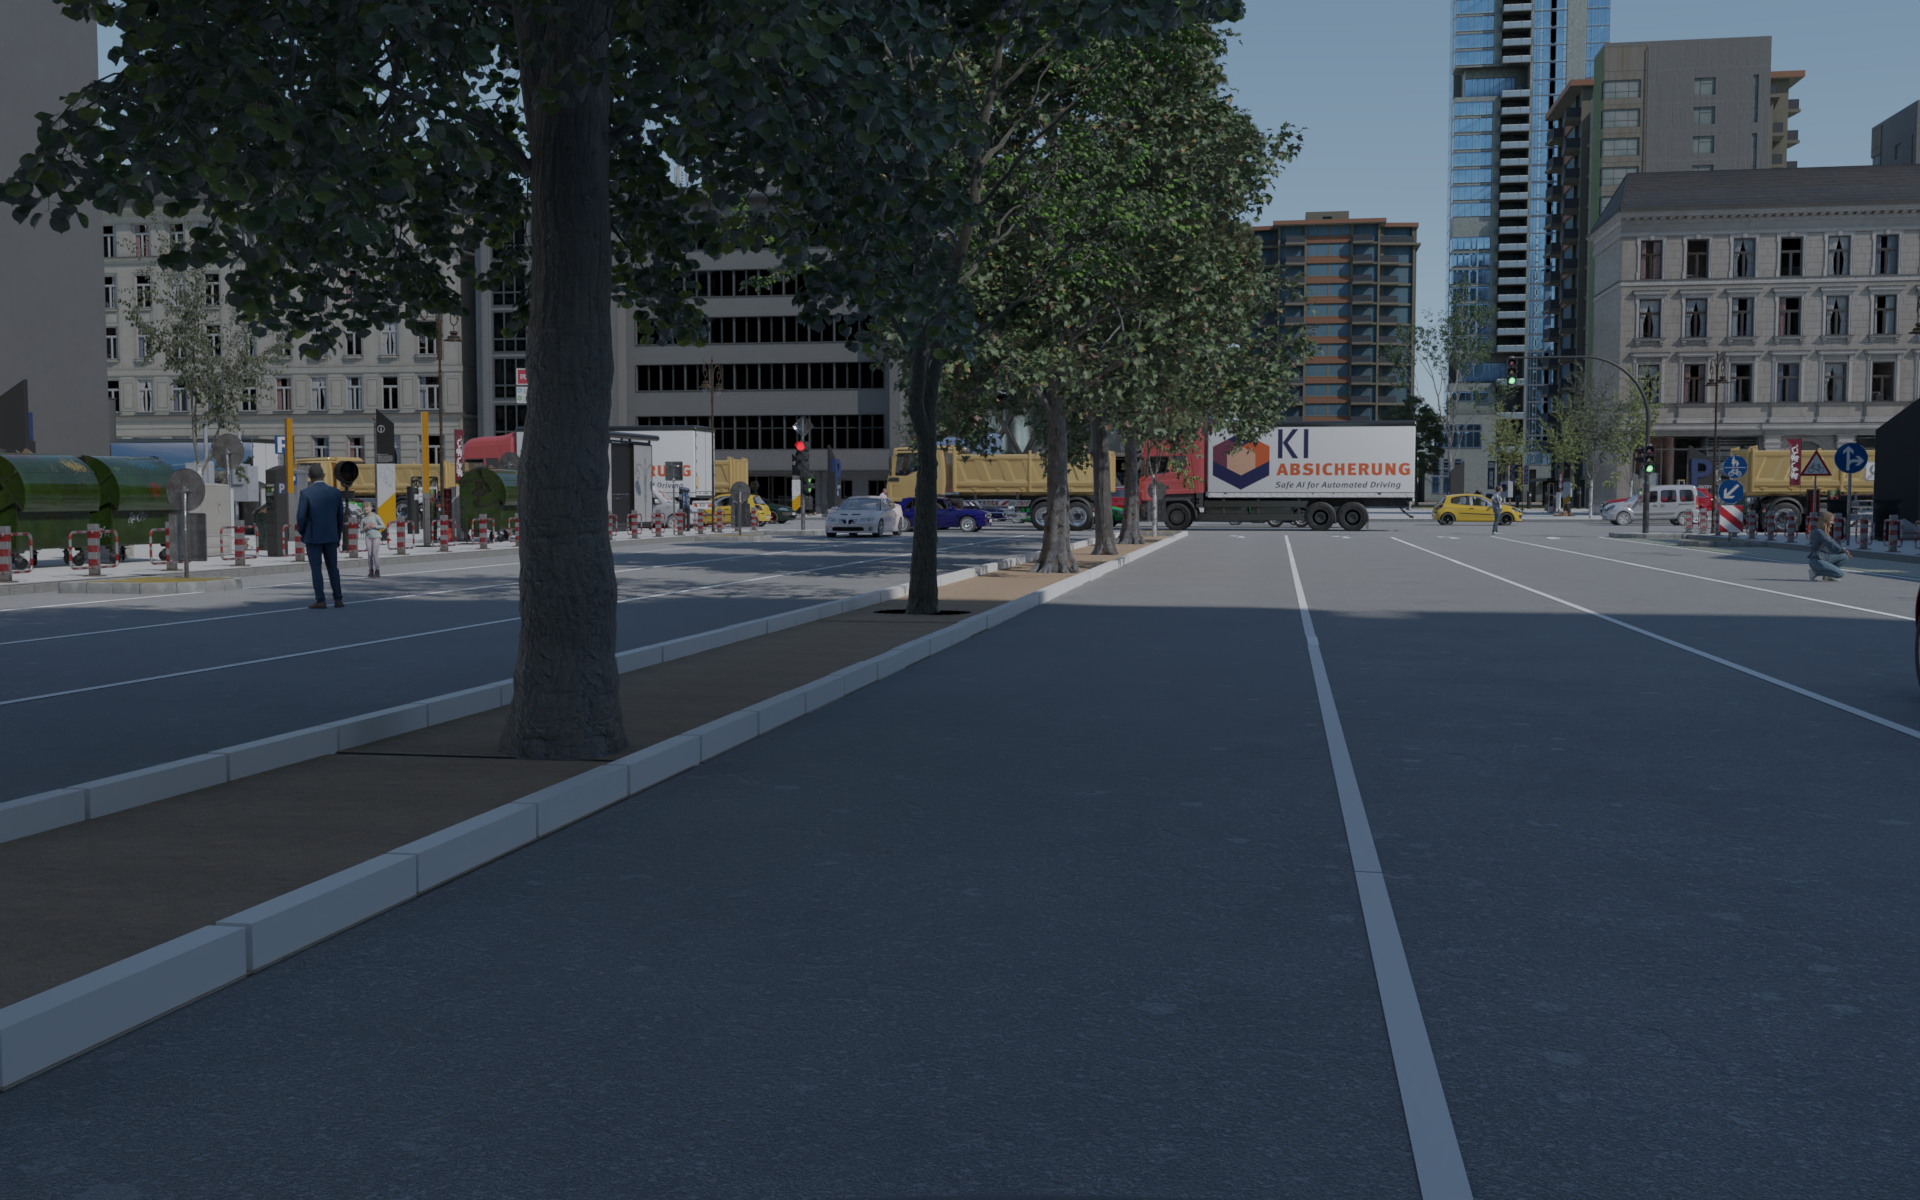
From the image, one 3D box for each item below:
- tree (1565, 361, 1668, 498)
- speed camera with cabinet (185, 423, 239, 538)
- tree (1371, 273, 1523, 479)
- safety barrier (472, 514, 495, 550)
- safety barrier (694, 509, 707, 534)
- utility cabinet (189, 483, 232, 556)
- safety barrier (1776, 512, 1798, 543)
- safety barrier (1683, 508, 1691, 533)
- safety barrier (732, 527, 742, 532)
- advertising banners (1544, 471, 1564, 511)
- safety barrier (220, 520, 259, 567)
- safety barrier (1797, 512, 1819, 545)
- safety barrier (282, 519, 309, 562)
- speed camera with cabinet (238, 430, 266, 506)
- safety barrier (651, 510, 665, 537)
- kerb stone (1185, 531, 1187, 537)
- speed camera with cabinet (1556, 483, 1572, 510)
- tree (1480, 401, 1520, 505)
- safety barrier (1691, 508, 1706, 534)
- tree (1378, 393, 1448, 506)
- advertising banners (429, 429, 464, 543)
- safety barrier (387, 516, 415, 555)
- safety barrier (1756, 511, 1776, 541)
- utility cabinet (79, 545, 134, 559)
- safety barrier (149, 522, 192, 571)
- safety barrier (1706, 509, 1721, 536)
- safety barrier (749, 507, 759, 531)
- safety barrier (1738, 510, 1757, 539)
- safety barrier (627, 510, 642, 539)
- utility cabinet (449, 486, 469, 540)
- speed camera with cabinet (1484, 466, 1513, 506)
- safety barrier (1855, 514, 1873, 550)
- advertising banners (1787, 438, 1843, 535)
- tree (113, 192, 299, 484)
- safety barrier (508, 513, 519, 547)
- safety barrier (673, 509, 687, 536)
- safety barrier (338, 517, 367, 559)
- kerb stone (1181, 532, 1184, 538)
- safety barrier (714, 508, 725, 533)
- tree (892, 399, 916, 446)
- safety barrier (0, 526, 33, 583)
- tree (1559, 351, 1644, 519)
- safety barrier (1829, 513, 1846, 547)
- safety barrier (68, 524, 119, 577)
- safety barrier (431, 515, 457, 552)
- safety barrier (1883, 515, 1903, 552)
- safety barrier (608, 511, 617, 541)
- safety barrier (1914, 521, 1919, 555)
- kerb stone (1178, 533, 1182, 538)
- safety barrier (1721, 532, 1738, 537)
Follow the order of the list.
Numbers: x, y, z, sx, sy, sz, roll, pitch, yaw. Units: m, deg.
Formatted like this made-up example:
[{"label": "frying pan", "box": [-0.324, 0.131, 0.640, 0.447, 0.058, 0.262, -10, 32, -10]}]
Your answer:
[{"label": "tree", "box": [36.930, -8.886, 95.648, 4.737, 8.622, 4.395, 0, 3, 0]}, {"label": "speed camera with cabinet", "box": [-21.307, -3.355, 49.185, 0.660, 3.252, 2.038, 0, 4, -2]}, {"label": "tree", "box": [42.554, -18.086, 151.591, 12.611, 20.169, 13.585, 0, 3, 0]}, {"label": "safety barrier", "box": [-11.050, -1.582, 40.148, 0.300, 0.817, 1.120, 1, 4, 10]}, {"label": "safety barrier", "box": [-8.283, -2.508, 55.276, 0.300, 0.817, 1.120, 1, 4, 10]}, {"label": "utility cabinet", "box": [-15.375, -1.642, 35.530, 0.318, 1.500, 1.173, 0, 4, 3]}, {"label": "safety barrier", "box": [21.928, -1.922, 45.695, 0.300, 0.817, 1.120, 1, 4, 10]}, {"label": "safety barrier", "box": [23.999, -2.615, 57.034, 0.300, 0.817, 1.120, 1, 4, 10]}, {"label": "safety barrier", "box": [-7.598, -2.739, 59.056, 0.300, 0.817, 1.120, 1, 4, 10]}, {"label": "advertising banners", "box": [45.040, -8.269, 131.381, 0.090, 3.025, 2.074, -1, 4, -22]}, {"label": "safety barrier", "box": [-12.771, -1.005, 30.708, 0.300, 0.817, 1.120, 1, 4, 10]}, {"label": "safety barrier", "box": [21.585, -1.806, 43.807, 0.300, 0.817, 1.120, 1, 4, 10]}, {"label": "safety barrier", "box": [-12.427, -1.120, 32.594, 0.300, 0.817, 1.120, 1, 4, 10]}, {"label": "speed camera with cabinet", "box": [-21.491, -3.618, 53.484, 2.038, 3.252, 0.660, 1, 4, 11]}, {"label": "safety barrier", "box": [-8.974, -2.277, 51.505, 0.300, 0.817, 1.120, 1, 4, 10]}, {"label": "kerb stone", "box": [7.355, -2.152, 57.377, 0.120, 0.150, 1.000, 1, 4, 10]}, {"label": "speed camera with cabinet", "box": [48.916, -8.992, 141.358, 0.660, 3.252, 2.038, -2, 4, -35]}, {"label": "tree", "box": [42.284, -11.246, 134.229, 4.737, 8.622, 4.395, 0, 3, 0]}, {"label": "safety barrier", "box": [23.651, -2.499, 55.137, 0.300, 0.817, 1.120, 1, 4, 10]}, {"label": "tree", "box": [48.876, -16.106, 185.387, 6.751, 12.117, 7.091, 0, 3, 0]}, {"label": "advertising banners", "box": [-13.681, -3.051, 46.069, 0.090, 3.025, 2.074, 1, 4, 13]}, {"label": "safety barrier", "box": [-11.739, -1.351, 36.369, 0.300, 0.817, 1.120, 1, 4, 10]}, {"label": "safety barrier", "box": [22.275, -2.037, 47.580, 0.300, 0.817, 1.120, 1, 4, 10]}, {"label": "utility cabinet", "box": [-16.887, -1.565, 34.275, 0.318, 1.500, 1.173, 1, 4, 13]}, {"label": "safety barrier", "box": [-13.116, -0.889, 28.808, 0.300, 0.817, 1.120, 1, 4, 10]}, {"label": "safety barrier", "box": [23.308, -2.384, 53.251, 0.300, 0.817, 1.120, 1, 4, 10]}, {"label": "safety barrier", "box": [-7.257, -2.854, 60.942, 0.300, 0.817, 1.120, 1, 4, 10]}, {"label": "safety barrier", "box": [22.623, -2.152, 49.466, 0.300, 0.817, 1.120, 1, 4, 10]}, {"label": "safety barrier", "box": [-9.320, -2.161, 49.611, 0.300, 0.817, 1.120, 1, 4, 10]}, {"label": "utility cabinet", "box": [-13.837, -2.394, 47.813, 0.318, 1.500, 1.173, 0, 4, -5]}, {"label": "speed camera with cabinet", "box": [38.302, -7.881, 123.197, 0.660, 3.252, 2.038, -2, 4, -35]}, {"label": "safety barrier", "box": [20.896, -1.576, 40.035, 0.300, 0.817, 1.120, 1, 4, 10]}, {"label": "advertising banners", "box": [27.009, -3.582, 54.754, 2.074, 3.025, 0.090, -1, 4, -13]}, {"label": "tree", "box": [-18.740, -5.671, 43.090, 4.360, 8.622, 3.978, 0, 3, 0]}, {"label": "safety barrier", "box": [-10.707, -1.698, 42.036, 0.300, 0.817, 1.120, 1, 4, 10]}, {"label": "safety barrier", "box": [-8.628, -2.392, 53.391, 0.300, 0.817, 1.120, 1, 4, 10]}, {"label": "safety barrier", "box": [-12.078, -1.236, 34.479, 0.300, 0.817, 1.120, 1, 4, 10]}, {"label": "kerb stone", "box": [6.981, -2.028, 55.356, 0.120, 0.150, 1.000, 1, 4, 10]}, {"label": "safety barrier", "box": [-7.940, -2.624, 57.170, 0.300, 0.817, 1.120, 1, 4, 10]}, {"label": "tree", "box": [-2.226, -9.303, 102.460, 4.360, 8.622, 3.978, 0, 3, 0]}, {"label": "safety barrier", "box": [-13.803, -0.658, 25.030, 0.300, 0.817, 1.120, 1, 4, 10]}, {"label": "tree", "box": [33.104, -8.544, 90.052, 4.360, 8.622, 3.978, 0, 3, 0]}, {"label": "safety barrier", "box": [21.242, -1.691, 41.921, 0.300, 0.817, 1.120, 1, 4, 10]}, {"label": "safety barrier", "box": [-13.461, -0.774, 26.922, 0.300, 0.817, 1.120, 1, 4, 10]}, {"label": "safety barrier", "box": [-11.393, -1.467, 38.255, 0.300, 0.817, 1.120, 1, 4, 10]}, {"label": "safety barrier", "box": [20.552, -1.460, 38.142, 0.300, 0.817, 1.120, 1, 4, 10]}, {"label": "safety barrier", "box": [-9.665, -2.046, 47.720, 0.300, 0.817, 1.120, 1, 4, 10]}, {"label": "safety barrier", "box": [20.204, -1.344, 36.257, 0.300, 0.817, 1.120, 1, 4, 10]}, {"label": "kerb stone", "box": [6.801, -1.966, 54.345, 0.120, 0.150, 1.000, 1, 4, 10]}, {"label": "safety barrier", "box": [22.965, -2.268, 51.365, 0.300, 0.817, 1.120, 1, 4, 10]}]
